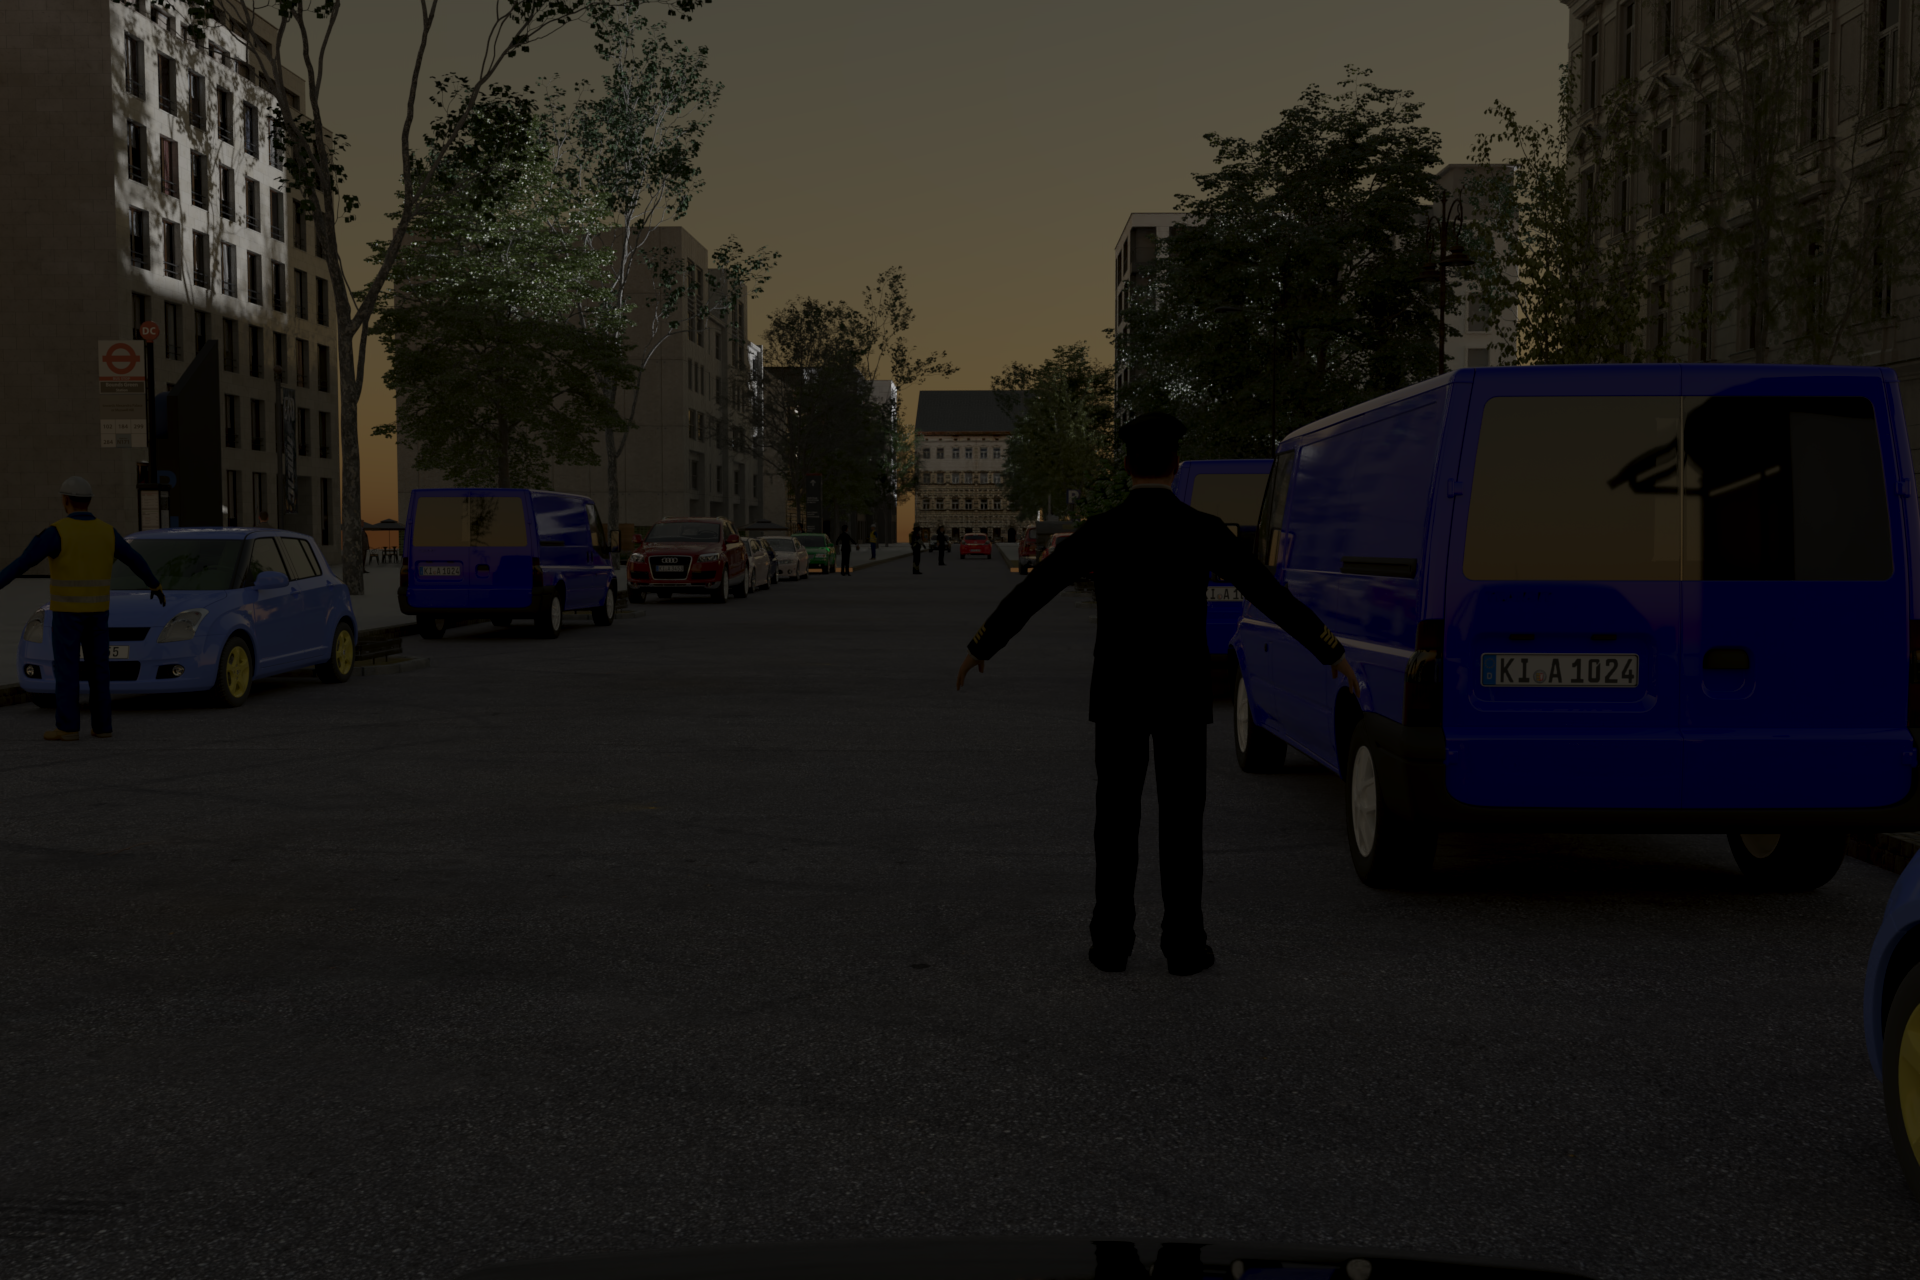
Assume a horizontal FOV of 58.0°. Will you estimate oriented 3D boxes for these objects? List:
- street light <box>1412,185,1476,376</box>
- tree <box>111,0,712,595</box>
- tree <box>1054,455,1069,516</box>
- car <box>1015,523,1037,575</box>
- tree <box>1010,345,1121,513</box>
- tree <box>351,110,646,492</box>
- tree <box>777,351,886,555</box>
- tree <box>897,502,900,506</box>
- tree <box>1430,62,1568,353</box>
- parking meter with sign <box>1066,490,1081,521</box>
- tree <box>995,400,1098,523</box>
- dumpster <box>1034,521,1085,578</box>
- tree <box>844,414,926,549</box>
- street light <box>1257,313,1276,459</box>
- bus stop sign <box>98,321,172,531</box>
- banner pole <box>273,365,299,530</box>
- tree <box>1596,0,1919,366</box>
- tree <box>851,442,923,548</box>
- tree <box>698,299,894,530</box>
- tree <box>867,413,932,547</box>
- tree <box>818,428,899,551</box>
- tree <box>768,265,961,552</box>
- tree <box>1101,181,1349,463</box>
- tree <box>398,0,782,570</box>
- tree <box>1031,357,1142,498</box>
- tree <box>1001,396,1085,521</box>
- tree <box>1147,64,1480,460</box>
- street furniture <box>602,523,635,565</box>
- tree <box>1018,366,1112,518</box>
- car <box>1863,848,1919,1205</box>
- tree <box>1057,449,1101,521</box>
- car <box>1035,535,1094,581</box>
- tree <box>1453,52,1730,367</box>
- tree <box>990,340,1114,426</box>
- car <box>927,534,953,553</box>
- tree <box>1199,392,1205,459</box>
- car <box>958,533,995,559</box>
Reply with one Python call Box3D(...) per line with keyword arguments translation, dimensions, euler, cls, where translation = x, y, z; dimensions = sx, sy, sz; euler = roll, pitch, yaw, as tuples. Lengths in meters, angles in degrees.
Box3D(translation=(6.506, -3.098, 23.448), dimensions=(0.468, 5.910, 1.993), euler=(0, 4, 1), cls="street light")
Box3D(translation=(-11.442, -10.963, 35.141), dimensions=(12.611, 20.169, 13.585), euler=(0, 3, 0), cls="tree")
Box3D(translation=(8.260, -12.028, 147.016), dimensions=(4.360, 8.622, 3.978), euler=(0, 3, 0), cls="tree")
Box3D(translation=(3.137, -3.296, 62.564), dimensions=(2.281, 1.827, 5.304), euler=(0, 4, 1), cls="car")
Box3D(translation=(6.454, -11.416, 104.772), dimensions=(7.486, 12.596, 7.792), euler=(0, 3, 0), cls="tree")
Box3D(translation=(-12.310, -7.855, 46.554), dimensions=(7.486, 12.596, 7.792), euler=(0, 3, 0), cls="tree")
Box3D(translation=(-7.970, -11.573, 107.338), dimensions=(7.486, 12.596, 7.792), euler=(0, 3, 0), cls="tree")
Box3D(translation=(-10.693, -19.174, 263.859), dimensions=(4.360, 8.622, 3.978), euler=(0, 3, 0), cls="tree")
Box3D(translation=(24.541, -13.040, 69.086), dimensions=(12.611, 20.169, 13.585), euler=(0, 3, 0), cls="tree")
Box3D(translation=(4.449, -4.344, 67.281), dimensions=(0.543, 3.016, 1.738), euler=(0, 3, 0), cls="parking meter with sign")
Box3D(translation=(7.596, -15.236, 155.766), dimensions=(9.857, 13.997, 8.962), euler=(0, 3, 0), cls="tree")
Box3D(translation=(3.380, -2.988, 57.062), dimensions=(1.865, 1.857, 1.264), euler=(0, 4, 1), cls="dumpster")
Box3D(translation=(-7.035, -13.453, 145.705), dimensions=(9.928, 11.665, 9.643), euler=(0, 3, 0), cls="tree")
Box3D(translation=(6.968, -3.851, 35.505), dimensions=(1.470, 5.913, 1.316), euler=(0, 4, 1), cls="street light")
Box3D(translation=(-10.363, -2.024, 21.794), dimensions=(0.855, 3.939, 0.416), euler=(0, 3, 0), cls="bus stop sign")
Box3D(translation=(-10.121, -2.204, 26.048), dimensions=(0.401, 3.779, 0.863), euler=(0, 4, 1), cls="banner pole")
Box3D(translation=(8.821, -4.216, 19.299), dimensions=(4.360, 8.622, 3.978), euler=(0, 3, 0), cls="tree")
Box3D(translation=(-7.353, -13.526, 155.558), dimensions=(8.767, 10.594, 7.601), euler=(0, 4, 5), cls="tree")
Box3D(translation=(-8.507, -11.061, 91.214), dimensions=(12.009, 13.543, 11.850), euler=(0, 3, 0), cls="tree")
Box3D(translation=(-7.265, -15.831, 169.198), dimensions=(12.009, 13.543, 11.850), euler=(0, 3, 0), cls="tree")
Box3D(translation=(-8.277, -12.226, 134.304), dimensions=(7.601, 10.594, 8.767), euler=(-2, 4, -32), cls="tree")
Box3D(translation=(-6.807, -16.274, 121.962), dimensions=(12.611, 20.169, 13.585), euler=(0, 3, 0), cls="tree")
Box3D(translation=(9.828, -9.653, 64.482), dimensions=(9.857, 13.997, 8.962), euler=(0, 3, 0), cls="tree")
Box3D(translation=(-12.589, -12.454, 59.513), dimensions=(12.611, 20.169, 13.585), euler=(0, 3, 0), cls="tree")
Box3D(translation=(7.384, -9.553, 90.599), dimensions=(8.767, 10.594, 7.601), euler=(1, 4, 18), cls="tree")
Box3D(translation=(6.930, -13.444, 137.943), dimensions=(7.486, 12.596, 7.792), euler=(0, 3, 0), cls="tree")
Box3D(translation=(9.639, -8.694, 48.805), dimensions=(9.857, 13.997, 8.962), euler=(0, 3, 0), cls="tree")
Box3D(translation=(-15.257, -4.022, 72.610), dimensions=(11.010, 1.723, 9.812), euler=(-2, 4, -30), cls="street furniture")
Box3D(translation=(4.740, -7.630, 75.120), dimensions=(4.737, 8.622, 4.395), euler=(0, 3, 0), cls="tree")
Box3D(translation=(2.789, 0.444, 2.340), dimensions=(1.945, 1.707, 3.694), euler=(0, 4, 1), cls="car")
Box3D(translation=(7.194, -10.165, 116.558), dimensions=(4.360, 8.622, 3.978), euler=(0, 3, 0), cls="tree")
Box3D(translation=(3.369, -2.683, 54.091), dimensions=(2.015, 1.641, 3.980), euler=(0, 4, 1), cls="car")
Box3D(translation=(9.697, -4.726, 27.635), dimensions=(4.737, 8.622, 4.395), euler=(0, 3, 0), cls="tree")
Box3D(translation=(9.599, -19.131, 168.687), dimensions=(12.611, 20.169, 13.585), euler=(0, 3, 0), cls="tree")
Box3D(translation=(-1.567, -7.708, 135.806), dimensions=(2.009, 1.686, 4.222), euler=(0, 4, 1), cls="car")
Box3D(translation=(11.119, -7.615, 74.869), dimensions=(4.360, 8.622, 3.978), euler=(0, 3, 0), cls="tree")
Box3D(translation=(0.921, -5.548, 99.747), dimensions=(2.155, 1.783, 4.494), euler=(0, 4, 1), cls="car")
